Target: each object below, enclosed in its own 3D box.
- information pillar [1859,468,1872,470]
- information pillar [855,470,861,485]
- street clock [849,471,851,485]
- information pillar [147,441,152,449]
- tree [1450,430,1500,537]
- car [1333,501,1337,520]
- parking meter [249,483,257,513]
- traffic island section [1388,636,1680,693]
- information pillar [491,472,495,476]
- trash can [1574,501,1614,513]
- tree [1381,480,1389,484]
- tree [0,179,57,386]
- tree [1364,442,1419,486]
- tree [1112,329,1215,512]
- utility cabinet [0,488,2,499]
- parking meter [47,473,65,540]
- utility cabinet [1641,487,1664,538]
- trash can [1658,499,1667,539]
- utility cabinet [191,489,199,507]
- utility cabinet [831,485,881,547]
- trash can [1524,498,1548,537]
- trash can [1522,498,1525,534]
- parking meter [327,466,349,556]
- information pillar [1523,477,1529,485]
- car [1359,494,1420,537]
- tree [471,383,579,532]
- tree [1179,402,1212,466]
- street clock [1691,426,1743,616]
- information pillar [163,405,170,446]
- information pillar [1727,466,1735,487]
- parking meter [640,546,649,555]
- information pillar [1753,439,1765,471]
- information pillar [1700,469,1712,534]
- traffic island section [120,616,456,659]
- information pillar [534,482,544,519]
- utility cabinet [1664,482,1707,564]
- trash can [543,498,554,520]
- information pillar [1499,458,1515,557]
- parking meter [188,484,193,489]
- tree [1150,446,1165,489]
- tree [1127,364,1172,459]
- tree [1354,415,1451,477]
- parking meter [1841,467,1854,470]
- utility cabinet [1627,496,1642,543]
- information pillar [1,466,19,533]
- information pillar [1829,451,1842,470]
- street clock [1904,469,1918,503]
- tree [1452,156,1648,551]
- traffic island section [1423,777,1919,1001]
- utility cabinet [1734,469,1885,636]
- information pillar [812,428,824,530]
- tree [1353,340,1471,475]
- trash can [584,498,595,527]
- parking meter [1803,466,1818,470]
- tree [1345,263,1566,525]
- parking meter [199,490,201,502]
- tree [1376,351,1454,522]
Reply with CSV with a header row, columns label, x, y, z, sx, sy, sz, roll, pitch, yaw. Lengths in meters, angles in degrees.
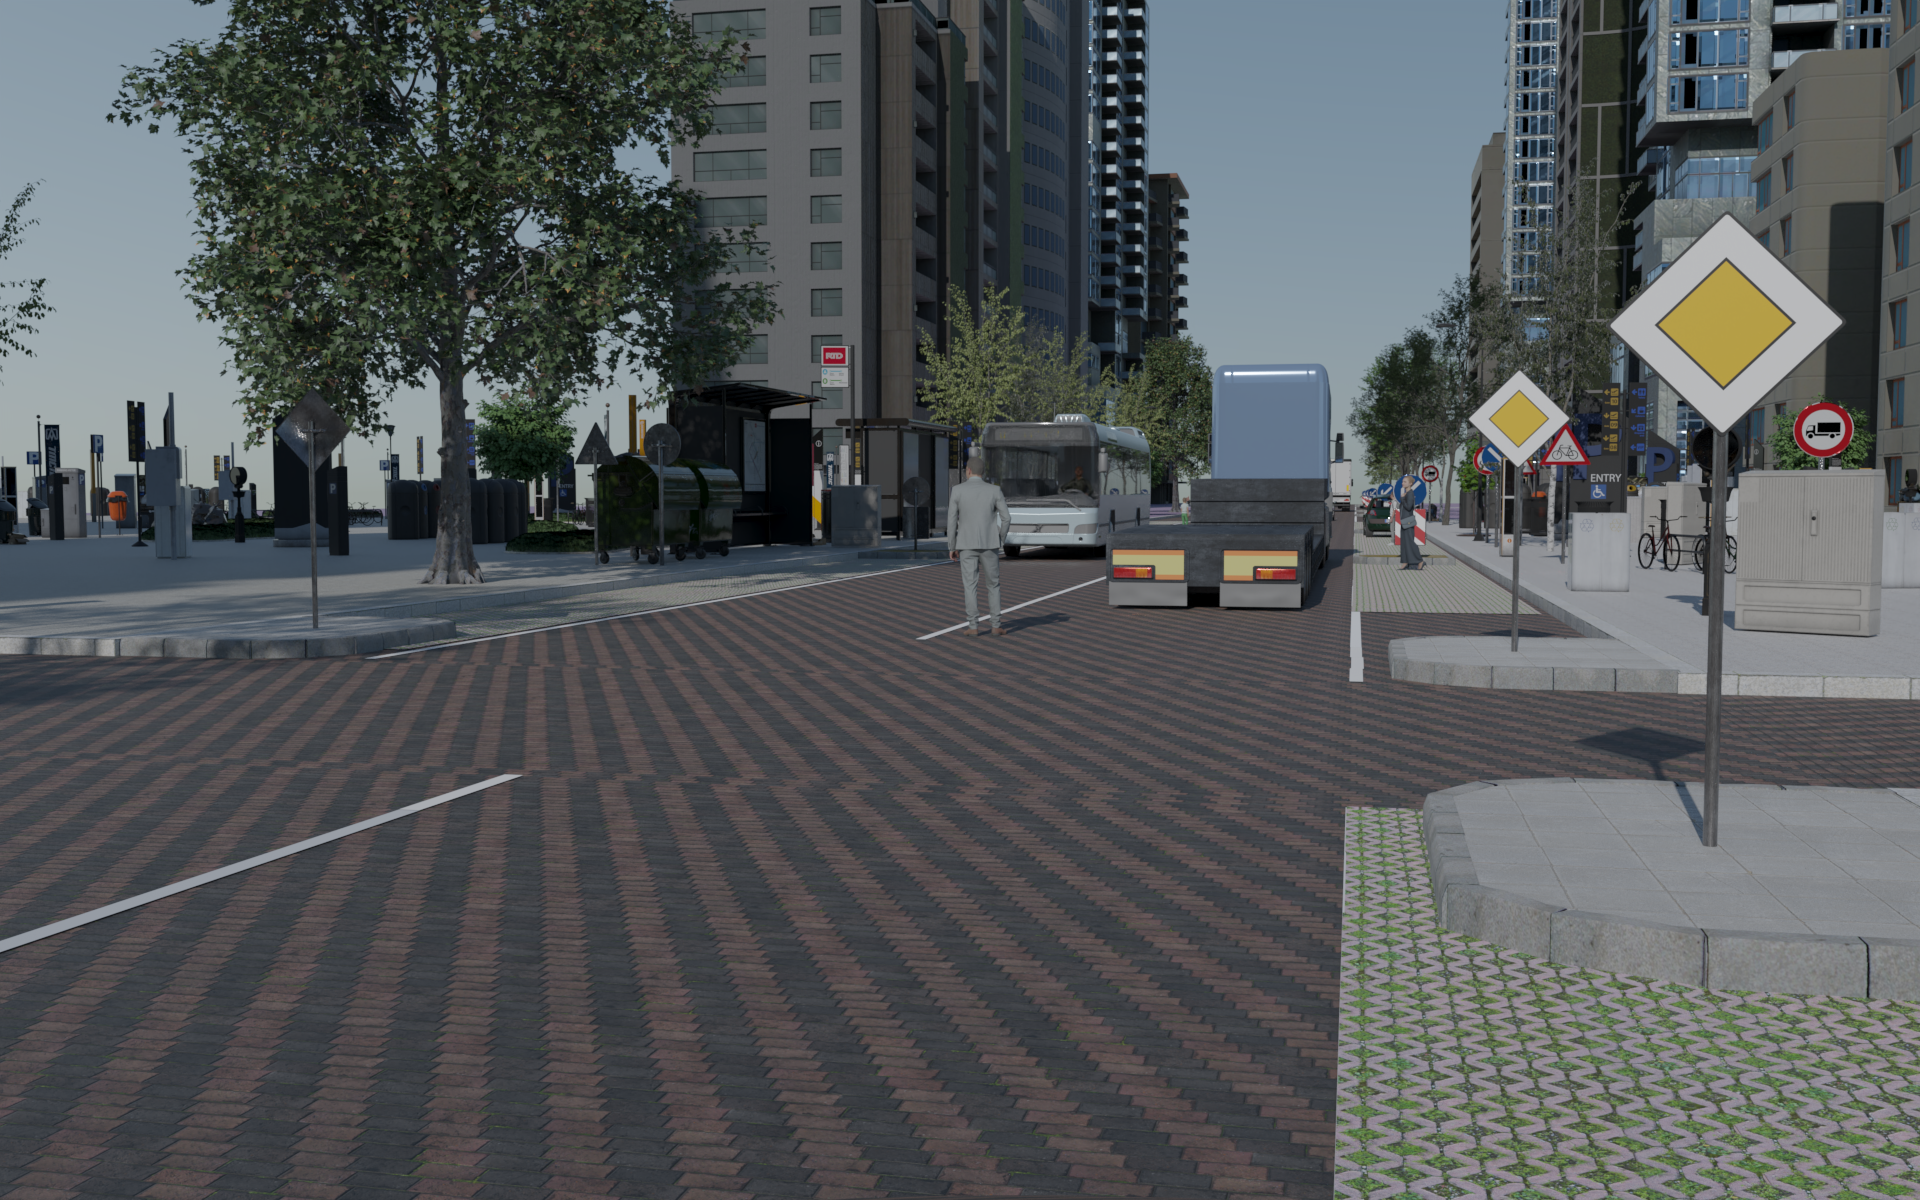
label,x,y,z,sx,sy,sz,roll,pitch,yaw
information pillar,25.837,-2.750,49.455,0.304,2.012,0.304,2,4,32
information pillar,-4.311,-5.048,73.884,0.504,3.616,0.183,1,4,11
street clock,-3.487,-3.037,54.221,0.358,2.002,0.471,-1,4,-9
information pillar,-35.527,-5.178,76.012,0.183,3.616,0.504,-3,5,-40
tree,15.559,-3.534,52.385,1.663,3.219,1.824,0,3,0
car,19.268,-5.109,93.318,2.009,1.686,4.222,1,4,15
parking meter,-36.522,-5.124,89.480,0.255,1.863,0.399,-3,5,-42
traffic island section,4.535,0.500,14.111,2.009,0.180,2.903,1,4,13
information pillar,-25.777,-6.415,96.237,0.504,3.616,0.183,-1,4,-20
trash can,12.622,-1.398,34.507,0.748,1.137,0.748,0,3,0
tree,52.629,-13.491,215.171,1.663,3.219,1.824,0,3,0
tree,-18.670,-4.922,30.833,4.737,8.622,4.395,0,3,0
tree,56.653,-18.843,226.203,7.486,12.596,7.792,0,3,0
tree,15.029,-12.485,121.137,9.611,12.733,9.660,0,3,0
utility cabinet,-34.887,-3.307,62.750,0.318,1.500,1.173,3,5,43
parking meter,-25.140,-2.597,48.169,0.399,1.863,0.255,3,4,36
utility cabinet,20.474,-2.552,50.397,1.173,1.500,0.318,0,4,5
trash can,19.368,-2.167,47.081,0.748,1.137,0.748,0,3,0
utility cabinet,-36.776,-4.516,82.522,1.173,1.500,0.318,2,4,28
utility cabinet,-2.502,-2.021,41.729,1.173,1.500,0.318,1,4,15
trash can,17.543,-2.482,52.233,0.748,1.137,0.748,0,3,0
trash can,18.222,-2.707,55.907,0.748,1.137,0.748,0,3,0
parking meter,-12.987,-1.863,36.165,0.399,1.863,0.255,2,4,33
information pillar,24.575,-4.344,75.518,0.304,2.012,0.304,2,4,35
car,14.446,-2.956,58.118,2.009,1.686,4.222,1,4,11
tree,-12.578,-4.051,49.948,4.285,4.588,4.351,0,3,0
tree,24.064,-14.532,163.361,9.928,11.665,9.643,0,3,0
street clock,7.944,-0.835,18.222,0.471,2.002,0.358,2,4,31
information pillar,-20.500,-3.276,44.910,0.183,3.616,0.504,0,4,-6
information pillar,36.906,-5.599,82.903,0.183,3.616,0.504,0,4,-4
parking meter,-6.655,-1.897,36.734,0.255,1.863,0.399,-1,4,-9
information pillar,33.618,-4.992,72.973,0.183,3.616,0.504,-2,4,-26
information pillar,16.199,-2.013,37.400,0.304,2.012,0.304,-2,4,-26
traffic island section,-6.180,0.350,16.554,2.009,0.180,2.903,1,4,13
information pillar,-14.994,-3.497,61.675,0.304,2.012,0.304,-1,4,-16
utility cabinet,13.241,-1.399,31.551,0.318,1.500,1.173,3,5,42
trash can,-15.571,-3.259,64.934,0.748,1.137,0.748,0,3,0
information pillar,11.171,-1.882,35.255,0.304,2.012,0.304,0,4,7
parking meter,-44.998,-5.851,101.370,0.255,1.863,0.399,-2,4,-25
tree,11.028,-7.458,105.658,4.285,4.588,4.351,0,3,0
tree,9.739,-9.077,98.766,4.737,8.622,4.395,0,3,0
tree,44.357,-16.058,172.925,12.009,13.543,11.850,0,3,0
parking meter,19.089,-1.944,37.490,0.399,1.863,0.255,0,4,6
utility cabinet,17.440,-2.116,45.766,1.020,1.237,0.306,1,4,12
information pillar,-25.298,-2.545,46.105,0.304,2.012,0.304,3,5,43
information pillar,26.722,-3.763,52.872,0.504,3.616,0.183,-2,4,-28
street clock,27.362,-2.770,49.863,0.358,2.002,0.471,1,4,16
tree,13.277,-5.406,38.743,4.360,8.622,3.978,0,3,0
traffic island section,2.757,0.976,6.326,2.009,0.180,2.903,1,4,13
utility cabinet,7.767,-0.440,15.869,0.318,1.500,1.173,-3,5,-44
information pillar,-5.061,-4.283,61.375,0.504,3.616,0.183,1,4,10
tree,30.310,-11.648,116.203,9.928,11.665,9.643,0,3,0
trash can,-14.205,-3.395,67.158,0.748,1.137,0.748,0,3,0
parking meter,17.750,-1.853,36.013,0.399,1.863,0.255,0,4,7
tree,20.119,-8.322,70.479,8.767,10.594,7.601,-3,4,-38
parking meter,-38.347,-4.813,87.101,0.372,1.533,0.369,0,3,0
tree,22.088,-7.938,80.156,4.360,8.622,3.978,0,3,0
